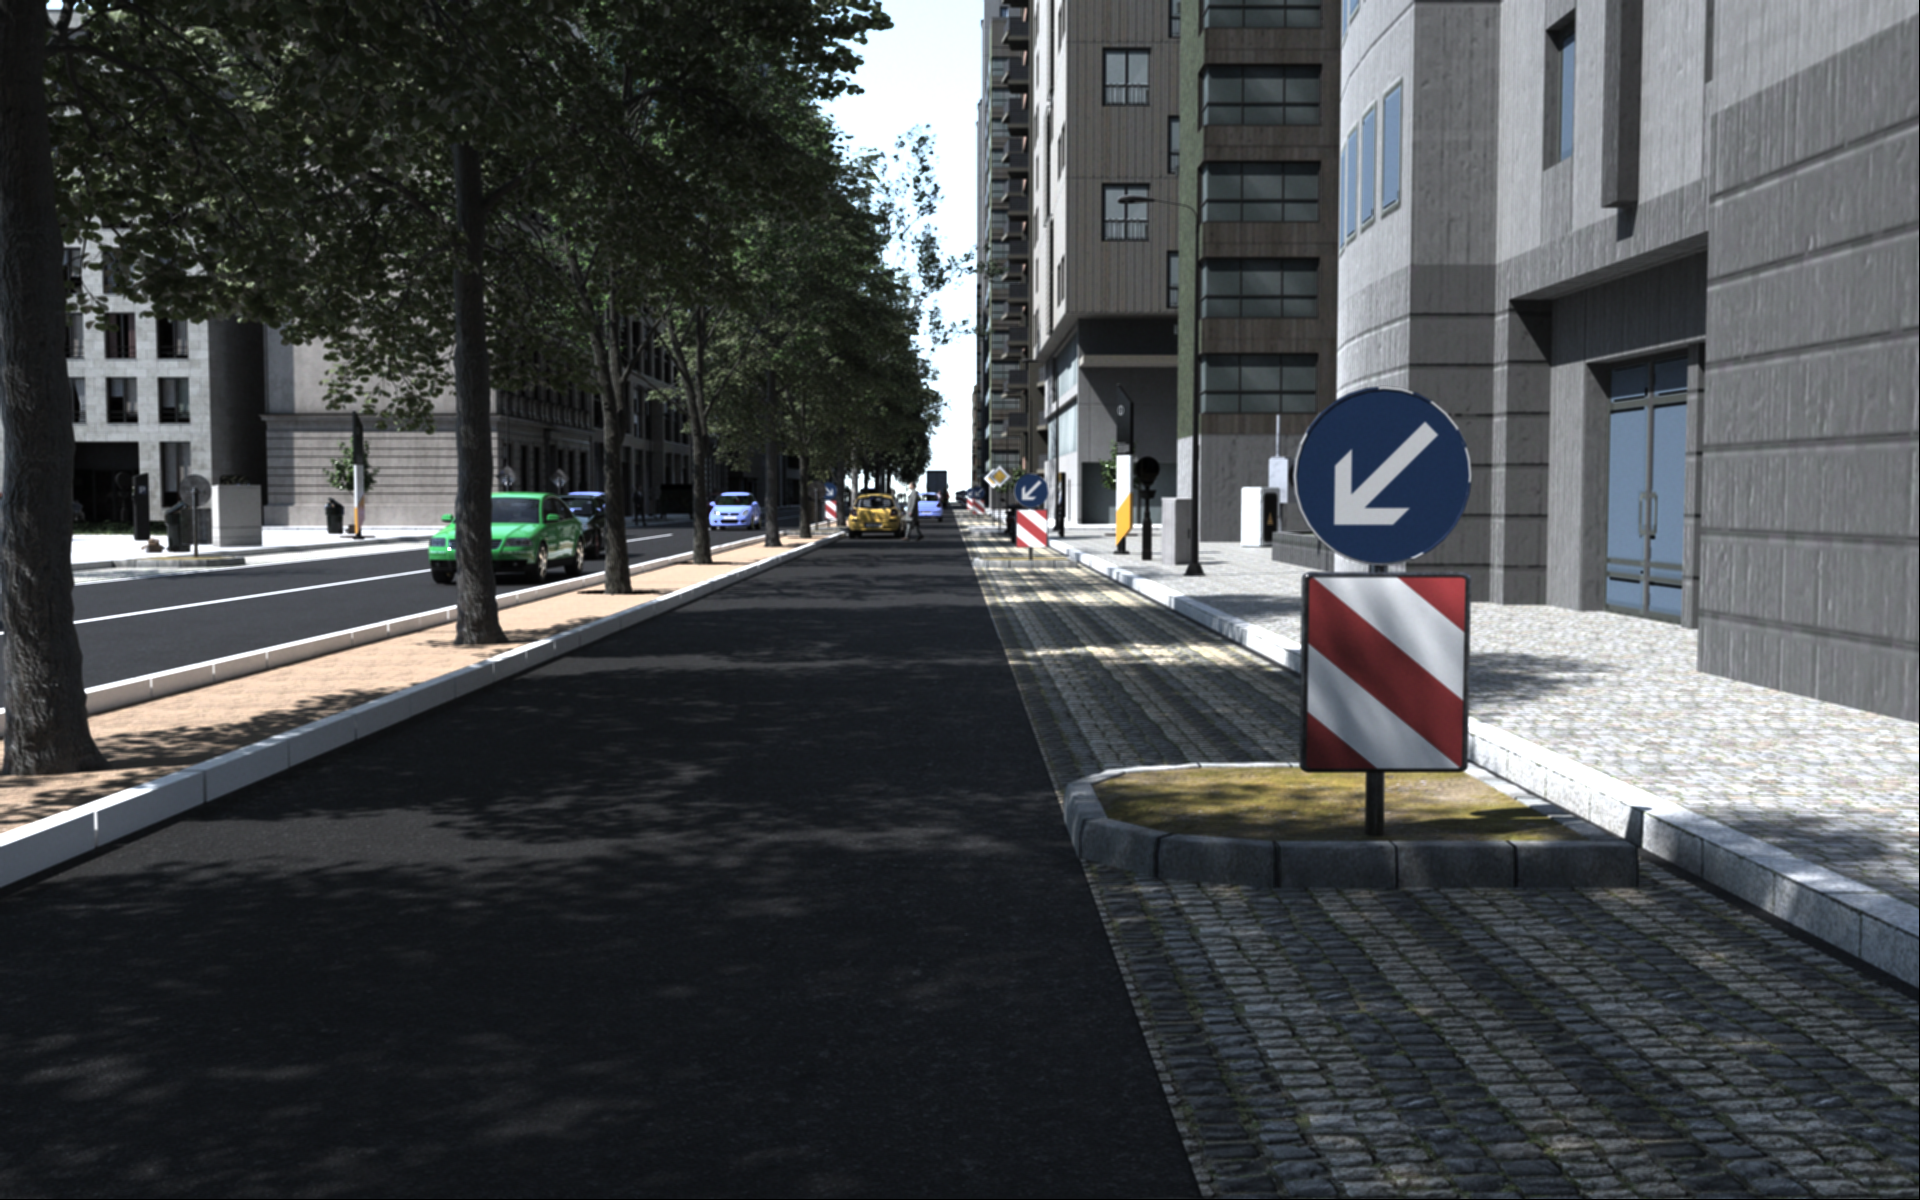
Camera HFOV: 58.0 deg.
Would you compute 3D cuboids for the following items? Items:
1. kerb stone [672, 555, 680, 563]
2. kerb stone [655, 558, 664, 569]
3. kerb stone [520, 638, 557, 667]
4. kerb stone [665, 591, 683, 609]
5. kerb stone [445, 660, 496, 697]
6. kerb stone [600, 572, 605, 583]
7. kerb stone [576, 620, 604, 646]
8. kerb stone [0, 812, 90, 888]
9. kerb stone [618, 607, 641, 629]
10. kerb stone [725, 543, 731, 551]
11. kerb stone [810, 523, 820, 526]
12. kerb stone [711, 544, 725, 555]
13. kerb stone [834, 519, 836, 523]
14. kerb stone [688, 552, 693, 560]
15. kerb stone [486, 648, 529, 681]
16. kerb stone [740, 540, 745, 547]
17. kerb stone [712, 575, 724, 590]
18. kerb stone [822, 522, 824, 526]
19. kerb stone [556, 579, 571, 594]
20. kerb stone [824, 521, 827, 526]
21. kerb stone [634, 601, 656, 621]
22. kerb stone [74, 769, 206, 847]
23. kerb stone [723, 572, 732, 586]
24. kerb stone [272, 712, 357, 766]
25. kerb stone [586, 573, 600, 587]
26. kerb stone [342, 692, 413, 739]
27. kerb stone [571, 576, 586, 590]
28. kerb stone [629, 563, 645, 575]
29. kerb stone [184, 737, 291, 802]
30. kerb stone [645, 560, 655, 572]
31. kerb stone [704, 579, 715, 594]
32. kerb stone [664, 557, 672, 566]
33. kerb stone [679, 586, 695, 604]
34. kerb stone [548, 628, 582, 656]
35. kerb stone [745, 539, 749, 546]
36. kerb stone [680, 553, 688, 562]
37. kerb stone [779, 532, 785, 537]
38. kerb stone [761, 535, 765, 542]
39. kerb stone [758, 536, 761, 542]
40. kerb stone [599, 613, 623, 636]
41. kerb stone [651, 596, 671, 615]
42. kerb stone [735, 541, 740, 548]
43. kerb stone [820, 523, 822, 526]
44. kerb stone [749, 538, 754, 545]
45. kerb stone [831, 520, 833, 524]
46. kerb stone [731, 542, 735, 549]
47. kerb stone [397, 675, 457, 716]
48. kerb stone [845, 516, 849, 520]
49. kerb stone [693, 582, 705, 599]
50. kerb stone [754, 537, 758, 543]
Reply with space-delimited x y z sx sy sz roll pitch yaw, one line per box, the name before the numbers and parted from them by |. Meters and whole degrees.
kerb stone | -5.865 -0.789 35.151 0.120 0.150 1.000 0 4 0
kerb stone | -5.853 -0.667 33.106 0.120 0.150 1.000 0 4 0
kerb stone | -3.622 0.457 14.716 0.120 0.150 1.000 0 4 0
kerb stone | -3.670 0.018 21.896 0.120 0.150 1.000 0 4 0
kerb stone | -3.605 0.584 12.663 0.120 0.150 1.000 0 4 0
kerb stone | -5.817 -0.354 27.983 0.120 0.150 1.000 0 4 0
kerb stone | -3.629 0.332 16.765 0.120 0.150 1.000 0 4 0
kerb stone | -3.555 0.960 6.501 0.120 0.150 1.000 0 4 0
kerb stone | -3.646 0.207 18.812 0.120 0.150 1.000 0 4 0
kerb stone | -5.928 -1.286 43.349 0.120 0.150 1.000 0 4 0
kerb stone | -6.157 -3.145 73.624 0.120 0.150 1.000 0 4 0
kerb stone | -5.929 -1.231 42.324 0.120 0.150 1.000 0 4 0
kerb stone | -6.228 -3.767 83.900 0.120 0.150 1.000 0 4 0
kerb stone | -5.882 -0.918 37.197 0.120 0.150 1.000 0 4 0
kerb stone | -3.613 0.520 13.693 0.120 0.150 1.000 0 4 0
kerb stone | -5.953 -1.480 46.429 0.120 0.150 1.000 0 4 0
kerb stone | -3.698 -0.232 25.990 0.120 0.150 1.000 0 4 0
kerb stone | -6.168 -3.271 75.671 0.120 0.150 1.000 0 4 0
kerb stone | -5.798 -0.166 24.911 0.120 0.150 1.000 0 4 0
kerb stone | -6.185 -3.397 77.729 0.120 0.150 1.000 0 4 0
kerb stone | -3.655 0.144 19.845 0.120 0.150 1.000 0 4 0
kerb stone | -3.565 0.900 7.530 0.120 0.150 1.000 0 4 0
kerb stone | -3.712 -0.295 27.012 0.120 0.150 1.000 0 4 0
kerb stone | -3.580 0.772 9.580 0.120 0.150 1.000 0 4 0
kerb stone | -5.805 -0.291 26.955 0.120 0.150 1.000 0 4 0
kerb stone | -3.586 0.708 10.612 0.120 0.150 1.000 0 4 0
kerb stone | -5.805 -0.229 25.933 0.120 0.150 1.000 0 4 0
kerb stone | -5.841 -0.538 31.062 0.120 0.150 1.000 0 4 0
kerb stone | -3.568 0.834 8.552 0.120 0.150 1.000 0 4 0
kerb stone | -5.840 -0.605 32.084 0.120 0.150 1.000 0 4 0
kerb stone | -3.699 -0.169 24.965 0.120 0.150 1.000 0 4 0
kerb stone | -5.868 -0.730 34.128 0.120 0.150 1.000 0 4 0
kerb stone | -3.676 -0.044 22.919 0.120 0.150 1.000 0 4 0
kerb stone | -3.626 0.395 15.743 0.120 0.150 1.000 0 4 0
kerb stone | -5.967 -1.545 47.456 0.120 0.150 1.000 0 4 0
kerb stone | -5.874 -0.855 36.175 0.120 0.150 1.000 0 4 0
kerb stone | -6.045 -2.236 58.752 0.120 0.150 1.000 0 4 0
kerb stone | -5.991 -1.793 51.569 0.120 0.150 1.000 0 4 0
kerb stone | -5.988 -1.734 50.542 0.120 0.150 1.000 0 4 0
kerb stone | -3.644 0.273 17.790 0.120 0.150 1.000 0 4 0
kerb stone | -3.658 0.081 20.874 0.120 0.150 1.000 0 4 0
kerb stone | -5.945 -1.417 45.407 0.120 0.150 1.000 0 4 0
kerb stone | -6.164 -3.208 74.649 0.120 0.150 1.000 0 4 0
kerb stone | -5.967 -1.608 48.483 0.120 0.150 1.000 0 4 0
kerb stone | -6.214 -3.642 81.848 0.120 0.150 1.000 0 4 0
kerb stone | -5.941 -1.356 44.371 0.120 0.150 1.000 0 4 0
kerb stone | -3.598 0.646 11.634 0.120 0.150 1.000 0 4 0
kerb stone | -6.339 -4.714 99.267 0.120 0.150 1.000 0 4 0
kerb stone | -3.685 -0.107 23.942 0.120 0.150 1.000 0 4 0
kerb stone | -5.976 -1.671 49.510 0.120 0.150 1.000 0 4 0
